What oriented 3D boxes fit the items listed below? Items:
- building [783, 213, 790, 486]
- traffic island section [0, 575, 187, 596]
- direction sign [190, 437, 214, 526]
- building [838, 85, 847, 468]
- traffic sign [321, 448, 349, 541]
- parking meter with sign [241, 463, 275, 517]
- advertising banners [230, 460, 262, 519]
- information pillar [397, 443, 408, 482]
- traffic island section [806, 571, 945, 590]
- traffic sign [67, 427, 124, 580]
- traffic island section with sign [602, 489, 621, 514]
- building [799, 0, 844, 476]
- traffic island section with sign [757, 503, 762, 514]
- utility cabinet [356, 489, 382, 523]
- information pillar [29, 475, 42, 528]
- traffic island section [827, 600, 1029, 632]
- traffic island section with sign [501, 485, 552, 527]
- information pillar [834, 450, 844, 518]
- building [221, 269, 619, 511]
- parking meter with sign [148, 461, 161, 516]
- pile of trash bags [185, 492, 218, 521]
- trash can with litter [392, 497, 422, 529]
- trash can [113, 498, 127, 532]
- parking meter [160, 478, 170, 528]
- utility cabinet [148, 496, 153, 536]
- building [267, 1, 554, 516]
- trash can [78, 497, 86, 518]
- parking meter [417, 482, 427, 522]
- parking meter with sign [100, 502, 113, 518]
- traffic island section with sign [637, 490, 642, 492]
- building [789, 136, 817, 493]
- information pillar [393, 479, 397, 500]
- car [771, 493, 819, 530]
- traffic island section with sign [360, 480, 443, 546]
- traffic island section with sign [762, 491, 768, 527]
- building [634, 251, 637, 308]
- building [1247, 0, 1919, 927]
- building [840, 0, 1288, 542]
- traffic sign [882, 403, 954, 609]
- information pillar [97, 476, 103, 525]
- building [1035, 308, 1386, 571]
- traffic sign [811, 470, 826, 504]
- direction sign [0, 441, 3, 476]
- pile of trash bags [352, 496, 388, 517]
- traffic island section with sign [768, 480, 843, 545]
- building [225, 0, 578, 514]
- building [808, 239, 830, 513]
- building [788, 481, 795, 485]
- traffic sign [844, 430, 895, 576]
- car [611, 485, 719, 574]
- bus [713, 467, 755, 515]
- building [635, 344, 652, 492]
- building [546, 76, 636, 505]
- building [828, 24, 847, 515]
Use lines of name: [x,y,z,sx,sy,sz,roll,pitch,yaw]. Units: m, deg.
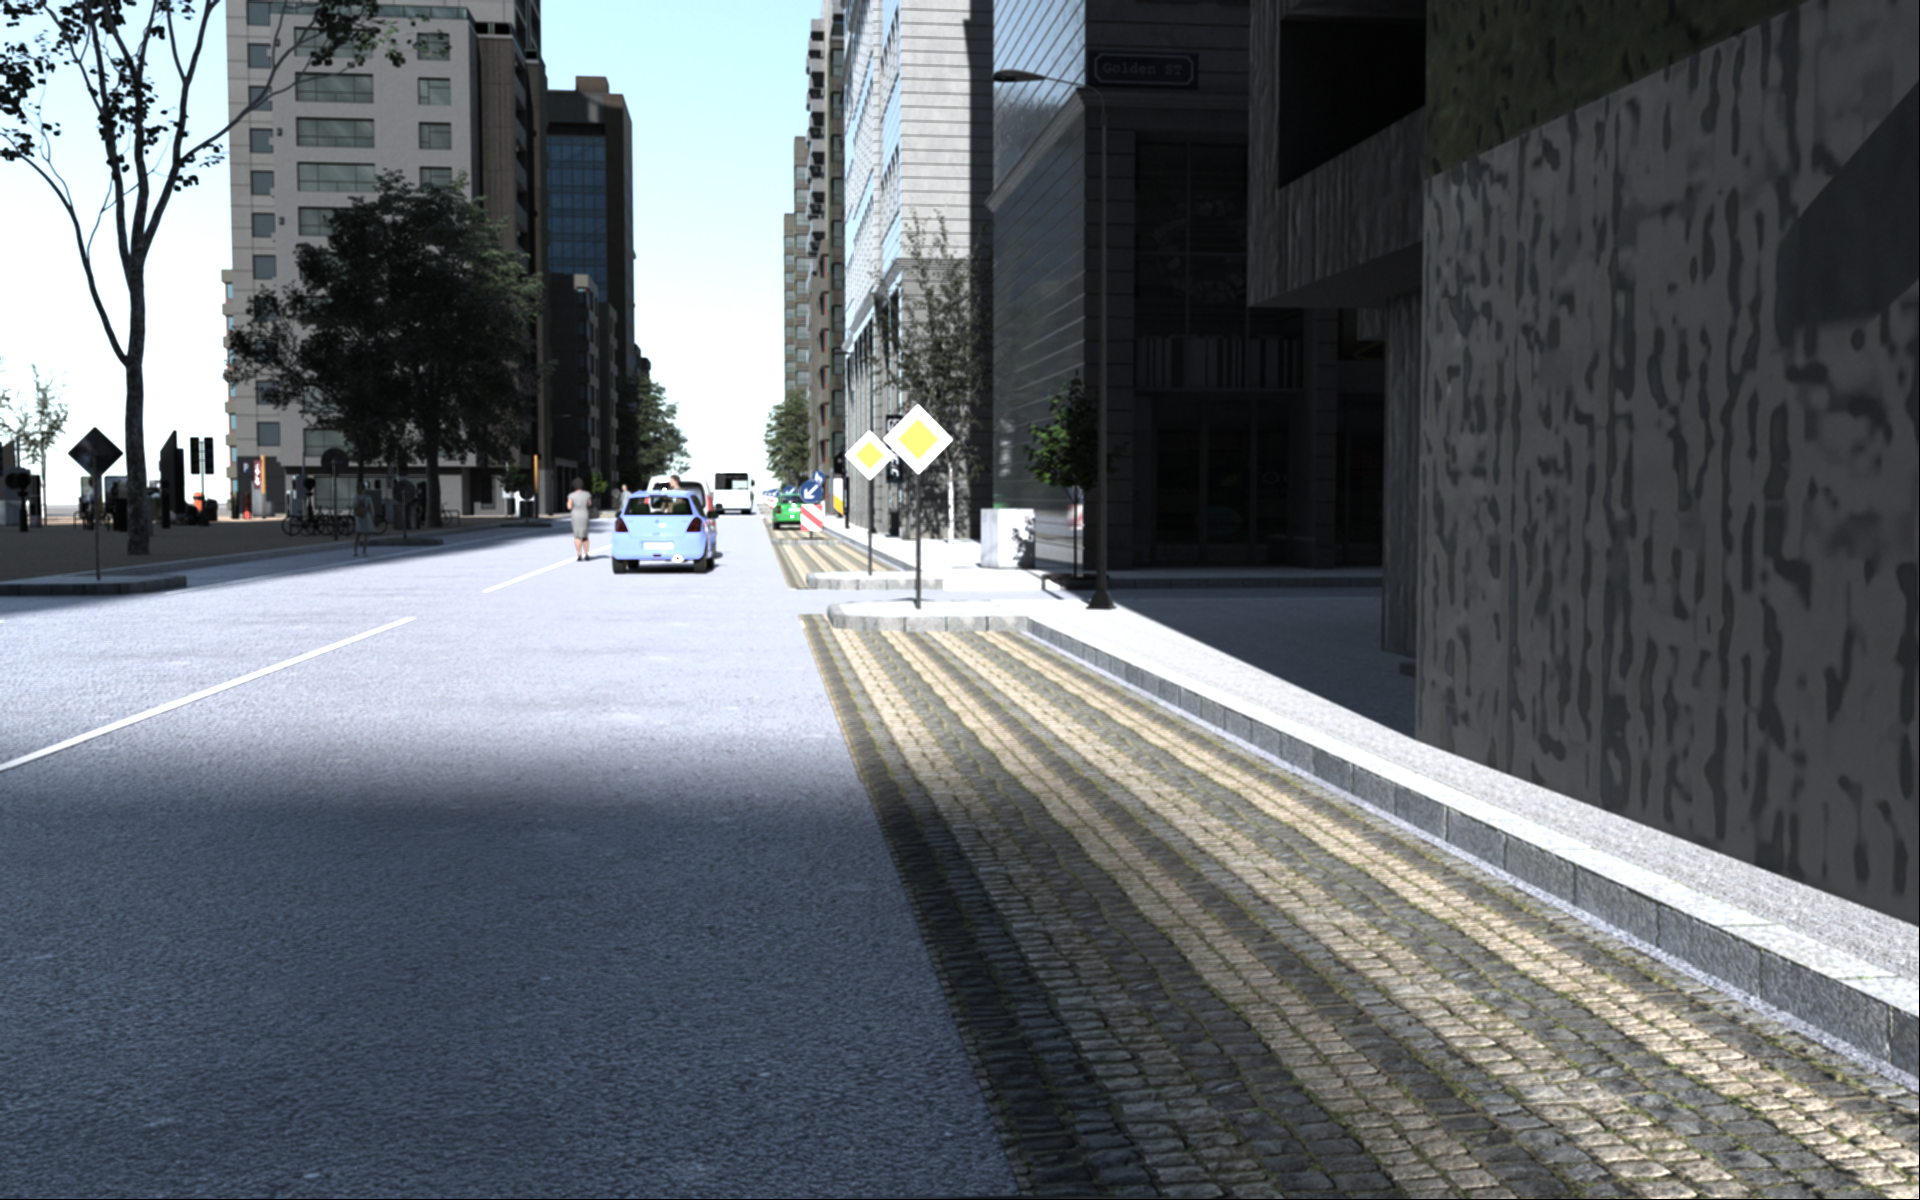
building: [-18.775,-34.893,254.095,14.154,41.232,14.086,0,4,-7]
traffic island section: [-12.905,-0.221,25.902,2.009,0.180,2.903,0,4,-7]
direction sign: [-30.093,-4.699,68.820,0.876,3.537,0.379,-1,4,-8]
building: [1.362,-18.192,90.939,14.314,27.812,24.014,0,4,-7]
traffic sign: [-17.222,-2.913,47.732,0.768,2.556,0.104,0,4,-2]
parking meter with sign: [-39.001,-6.122,96.358,1.738,3.016,0.543,1,4,12]
advertising banners: [-36.400,-5.635,88.320,2.074,3.025,0.090,1,4,20]
information pillar: [-25.323,-5.338,78.632,0.183,3.616,0.504,3,5,42]
traffic island section: [-1.395,-0.305,27.271,2.009,0.180,2.903,0,4,-7]
traffic sign: [-12.882,-1.358,25.843,0.795,2.450,0.064,0,4,-7]
traffic island section with sign: [-24.792,-7.121,125.057,1.989,1.847,2.006,0,4,-7]
building: [-3.020,-33.196,162.365,23.786,49.044,30.456,0,4,-7]
traffic island section with sign: [-13.556,-7.180,126.020,1.989,1.847,2.006,0,4,-7]
utility cabinet: [-25.379,-4.020,74.400,0.318,1.500,1.173,2,4,29]
information pillar: [-35.438,-3.784,66.359,0.304,2.012,0.304,0,4,6]
traffic island section: [-0.445,0.180,19.342,2.009,0.180,2.903,0,4,-7]
traffic island section with sign: [-18.848,-4.084,75.409,1.989,1.847,2.006,0,4,-7]
information pillar: [-6.503,-6.203,92.776,0.504,3.616,0.183,0,4,6]
building: [-44.629,-18.599,149.132,27.650,21.520,28.899,0,4,-7]
parking meter with sign: [-42.332,-5.806,91.192,1.738,3.016,0.543,2,4,35]
pile of trash bags: [-35.678,-4.351,80.888,1.912,1.369,3.447,-2,4,-29]
trash can with litter: [-20.273,-3.184,63.441,1.055,1.170,0.624,0,4,2]
trash can: [-28.411,-2.893,58.959,0.748,1.137,0.748,0,3,0]
parking meter: [-29.690,-3.607,64.691,0.255,1.863,0.399,-2,4,-35]
utility cabinet: [-24.959,-2.552,52.892,0.306,1.237,1.020,-3,5,-40]
building: [-33.133,-20.476,106.483,14.160,30.474,14.107,0,4,-7]
trash can: [-44.568,-4.687,88.282,0.748,1.137,0.748,0,3,0]
parking meter: [-25.093,-4.590,80.756,0.399,1.863,0.255,2,4,24]
parking meter with sign: [-45.389,-5.919,93.030,1.738,3.016,0.543,-3,4,-38]
traffic island section with sign: [-28.022,-8.770,152.010,1.989,1.847,2.006,0,4,-7]
building: [-12.245,-31.669,201.387,14.154,41.232,14.086,0,4,-7]
information pillar: [-27.137,-4.831,83.486,0.304,2.012,0.304,-1,4,-10]
car: [-6.677,-3.750,70.114,1.959,1.807,4.718,0,4,-6]
traffic island section with sign: [-15.637,-2.448,48.645,1.989,1.847,2.006,0,4,-7]
traffic island section with sign: [-7.577,-4.125,76.071,1.989,1.847,2.006,0,4,-7]
building: [-57.426,-33.360,237.320,32.217,40.220,23.993,0,4,-7]
building: [9.094,-14.637,11.020,14.160,30.474,14.107,0,4,-7]
building: [1.930,-17.509,63.766,11.434,29.767,29.804,0,4,-7]
traffic sign: [-0.467,-0.955,19.263,0.795,2.450,0.064,0,4,-7]
information pillar: [-35.778,-4.925,71.881,0.183,3.616,0.504,0,4,1]
building: [16.035,-15.760,35.175,29.804,29.767,11.434,0,4,-7]
traffic sign: [-7.558,-5.663,92.694,0.768,2.556,0.104,0,4,1]
direction sign: [-41.174,-5.022,74.101,0.379,3.537,0.876,0,4,-2]
pile of trash bags: [-32.905,-5.305,96.483,1.912,1.369,3.447,-3,4,-36]
traffic island section with sign: [-4.367,-2.488,49.307,1.989,1.847,2.006,0,4,-7]
building: [-38.373,-41.857,122.614,20.563,71.187,20.611,0,4,-7]
building: [2.626,-17.651,133.627,27.650,21.520,28.899,0,4,-7]
building: [-7.251,-33.288,236.132,32.217,40.220,23.993,0,4,-7]
traffic sign: [-1.417,-1.440,27.191,0.795,2.450,0.064,0,4,-7]
car: [-5.519,-1.399,32.463,1.945,1.707,3.694,0,4,-5]
bus: [-16.141,-7.863,123.423,2.948,3.499,13.247,0,4,-6]
building: [-52.546,-22.434,211.830,27.650,21.520,28.899,0,4,-7]
building: [-43.126,-32.995,189.586,14.600,45.320,14.200,0,4,-7]
building: [-1.491,-20.767,111.247,14.160,30.474,14.107,0,4,-7]
